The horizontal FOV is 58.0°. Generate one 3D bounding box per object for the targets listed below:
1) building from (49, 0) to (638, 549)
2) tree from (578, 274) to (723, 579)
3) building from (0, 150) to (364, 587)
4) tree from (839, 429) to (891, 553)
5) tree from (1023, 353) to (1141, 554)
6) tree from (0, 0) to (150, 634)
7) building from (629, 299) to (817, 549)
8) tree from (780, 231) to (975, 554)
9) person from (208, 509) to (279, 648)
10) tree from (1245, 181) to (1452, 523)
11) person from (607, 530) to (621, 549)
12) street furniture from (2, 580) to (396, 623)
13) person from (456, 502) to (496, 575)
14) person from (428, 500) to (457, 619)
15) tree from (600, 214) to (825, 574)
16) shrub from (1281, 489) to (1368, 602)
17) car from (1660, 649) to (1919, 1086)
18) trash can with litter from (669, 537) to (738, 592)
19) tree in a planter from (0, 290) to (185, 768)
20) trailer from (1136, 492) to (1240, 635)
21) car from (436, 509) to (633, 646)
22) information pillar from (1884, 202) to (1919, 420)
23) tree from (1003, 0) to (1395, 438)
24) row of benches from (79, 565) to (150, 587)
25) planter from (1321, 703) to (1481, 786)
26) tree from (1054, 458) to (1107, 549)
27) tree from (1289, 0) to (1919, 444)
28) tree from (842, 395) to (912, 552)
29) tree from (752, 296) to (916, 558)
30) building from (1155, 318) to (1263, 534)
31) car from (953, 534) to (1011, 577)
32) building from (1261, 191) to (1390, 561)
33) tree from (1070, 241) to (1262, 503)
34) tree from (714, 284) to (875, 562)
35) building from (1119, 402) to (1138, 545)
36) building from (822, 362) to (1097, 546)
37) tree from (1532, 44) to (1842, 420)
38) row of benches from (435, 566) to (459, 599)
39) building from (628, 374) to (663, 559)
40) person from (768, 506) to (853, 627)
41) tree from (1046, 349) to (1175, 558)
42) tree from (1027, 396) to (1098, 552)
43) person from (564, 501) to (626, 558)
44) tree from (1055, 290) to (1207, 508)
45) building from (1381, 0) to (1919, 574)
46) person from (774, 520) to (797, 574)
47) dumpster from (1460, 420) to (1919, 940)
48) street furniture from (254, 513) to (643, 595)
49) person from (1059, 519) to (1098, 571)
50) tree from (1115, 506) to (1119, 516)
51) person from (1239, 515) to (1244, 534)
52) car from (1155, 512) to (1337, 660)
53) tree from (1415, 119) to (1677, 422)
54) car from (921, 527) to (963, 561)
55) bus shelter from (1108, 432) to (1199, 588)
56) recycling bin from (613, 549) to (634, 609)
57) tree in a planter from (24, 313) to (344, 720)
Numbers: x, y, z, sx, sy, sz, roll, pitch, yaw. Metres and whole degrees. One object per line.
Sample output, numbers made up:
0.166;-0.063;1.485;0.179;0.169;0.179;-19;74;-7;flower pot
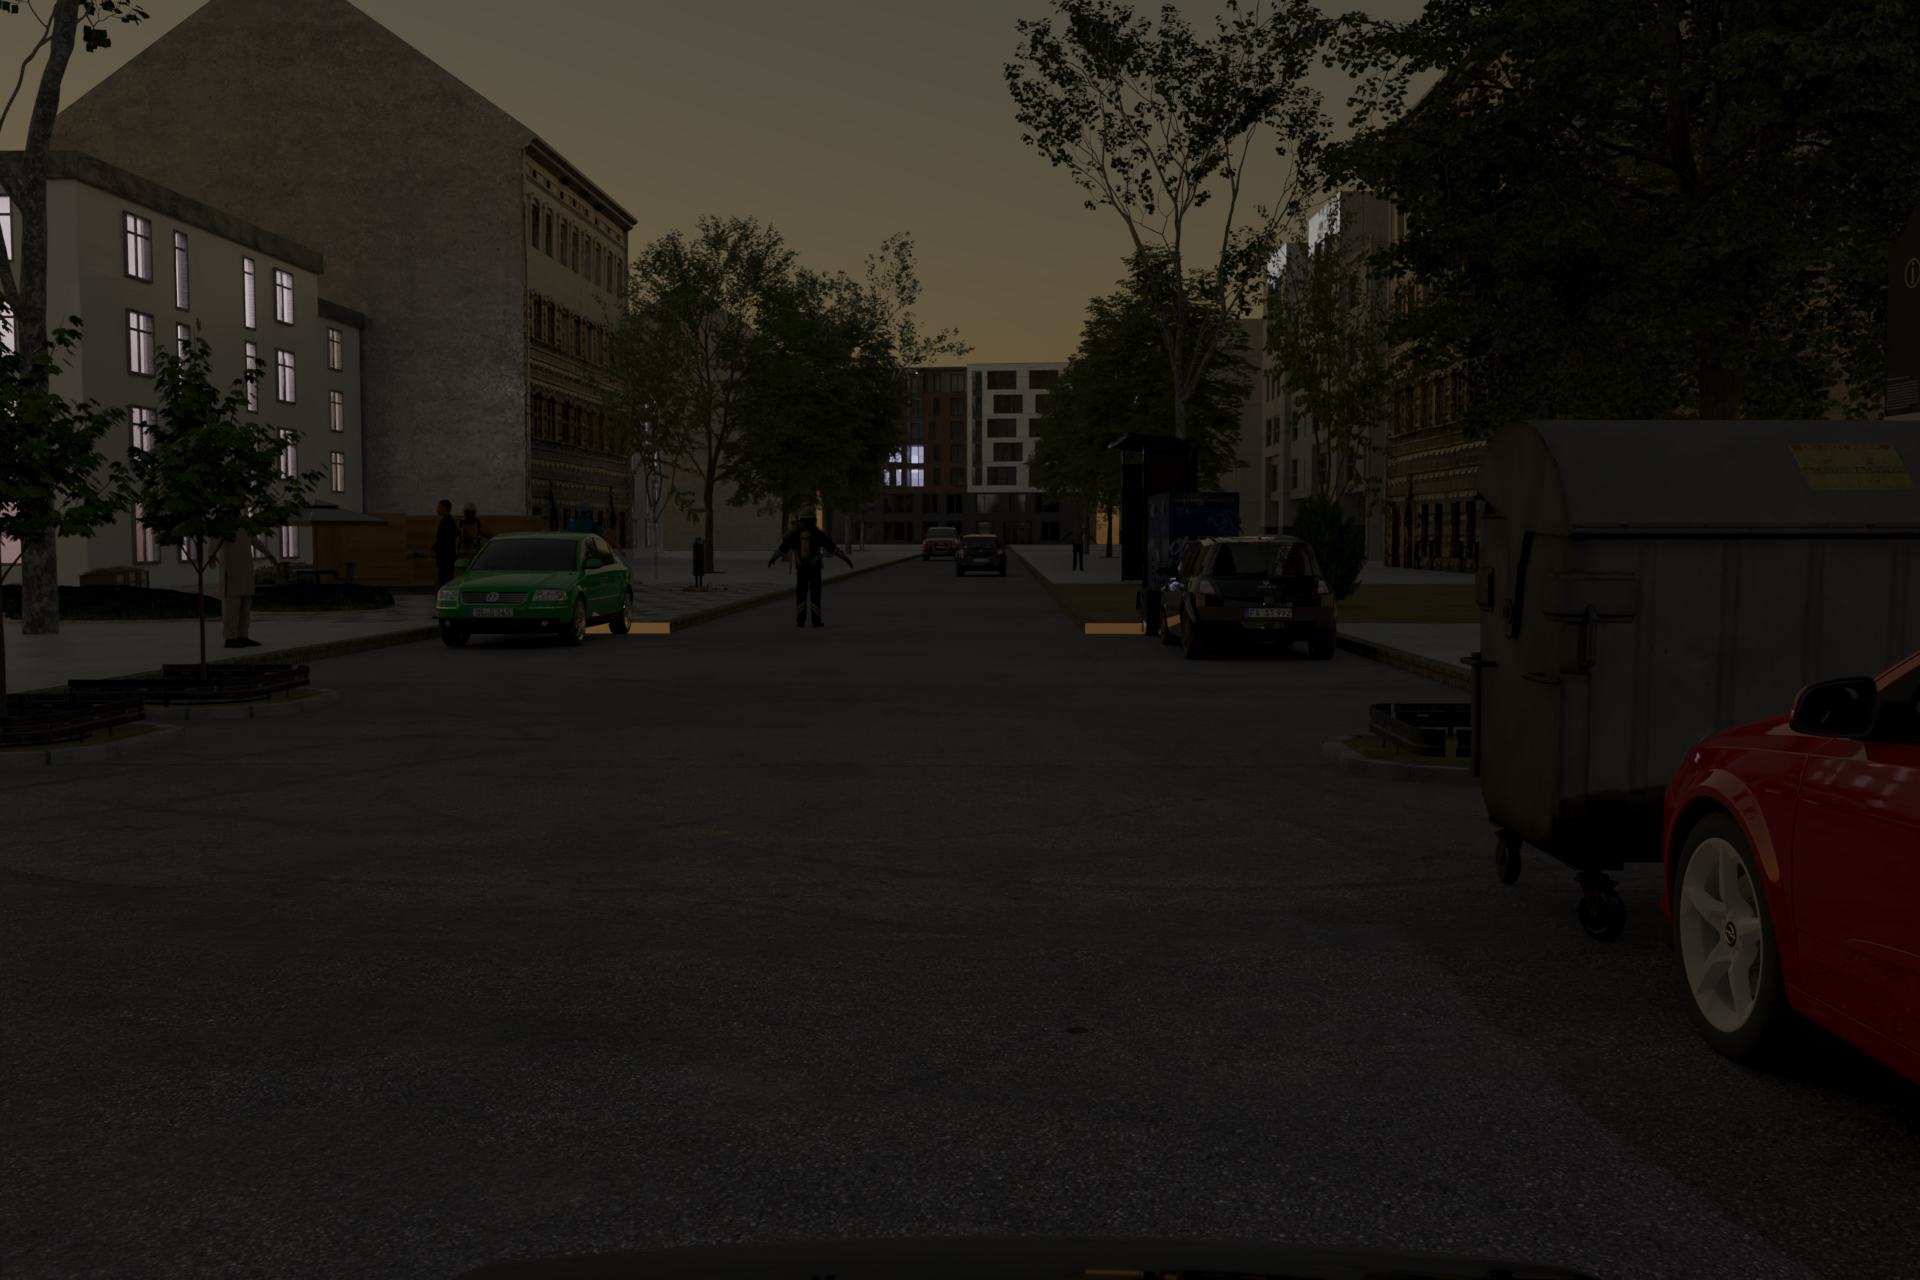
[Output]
-25.496;-14.925;74.945;19.493;23.208;18.063;0;4;2;building
-8.651;-6.027;48.896;4.737;8.622;4.395;0;3;0;tree
-23.627;-6.727;52.140;9.099;9.664;28.070;0;4;1;building
-6.679;-10.236;117.716;4.360;8.622;3.978;0;3;0;tree
7.756;-11.690;109.260;7.486;12.596;7.792;0;3;0;tree
-13.160;-10.188;22.456;12.611;20.169;13.585;0;3;0;tree
-23.567;-20.110;159.719;19.493;23.208;18.063;0;4;2;building
-5.836;-15.422;108.038;12.611;20.169;13.585;0;3;0;tree
-8.175;-0.828;19.630;0.704;1.819;1.344;0;4;8;person
7.851;-5.249;36.176;4.737;8.622;4.395;0;3;0;tree
-12.136;-3.136;60.544;0.599;1.433;0.991;1;4;19;person
-14.529;-0.734;27.627;10.072;0.657;5.734;0;4;-2;street furniture
-8.809;-1.553;31.158;1.354;1.858;0.705;-1;4;-12;person
-7.824;-1.226;26.270;0.704;1.802;1.346;0;4;-6;person
-8.121;-7.985;56.305;9.928;11.665;9.643;0;3;0;tree
6.312;-1.621;30.546;1.661;2.075;1.752;0;3;0;shrub
2.942;0.344;3.416;2.155;1.783;4.494;0;4;1;car
-5.733;-1.718;39.151;1.678;1.210;2.233;0;4;2;trash can with litter
-6.359;-0.868;11.418;1.991;3.239;1.994;0;4;1;tree in a planter
3.321;-1.128;25.491;1.471;1.999;3.904;0;4;0;trailer
-5.675;-0.899;23.495;1.959;1.807;4.718;0;4;1;car
6.567;-1.263;12.007;0.183;3.616;0.504;0;4;1;information pillar
8.203;-12.085;53.483;12.611;20.169;13.585;0;3;0;tree
-16.135;-1.078;33.093;1.422;0.672;4.104;-1;4;-17;row of benches
3.327;0.631;10.826;1.991;0.319;1.994;0;4;1;planter
8.552;-10.288;118.568;4.360;8.622;3.978;0;3;0;tree
9.038;-6.974;20.678;9.857;13.997;8.962;0;3;0;tree
-7.063;-12.301;126.881;9.928;11.665;9.643;0;3;0;tree
-7.285;-11.456;93.960;9.857;13.997;8.962;0;3;0;tree
25.952;-17.383;150.666;16.747;18.905;31.486;0;4;1;building
0.746;-3.042;59.530;2.009;1.686;4.222;0;4;2;car
28.028;-14.161;97.982;16.747;18.905;31.486;0;4;1;building
7.982;-9.165;67.970;7.486;12.596;7.792;0;3;0;tree
-7.607;-9.848;79.143;7.486;12.596;7.792;0;3;0;tree
26.876;-19.686;188.317;16.747;18.905;31.486;0;4;1;building
0.616;-22.869;220.332;32.646;21.610;27.936;0;4;8;building
16.425;-7.513;40.966;7.486;12.596;7.792;0;3;0;tree
-8.500;-1.118;33.742;4.104;0.672;1.422;1;4;23;row of benches
-21.451;-9.615;99.348;9.099;9.664;28.070;0;4;0;building
-2.325;-1.130;26.712;1.354;1.856;0.705;1;4;9;person
8.169;-10.246;93.279;9.928;11.665;9.643;0;3;0;tree
8.637;-12.137;124.202;9.928;11.665;9.643;0;3;0;tree
-5.971;-1.319;27.697;1.347;1.817;0.704;1;4;21;person
7.800;-9.993;81.518;7.486;12.596;7.792;0;3;0;tree
25.657;-13.881;57.881;19.493;23.208;18.063;0;4;1;building
-5.364;-2.972;55.395;1.217;1.733;0.721;-2;4;-31;person
2.962;0.100;6.573;1.865;1.857;1.264;0;4;0;dumpster
-13.244;-2.050;40.380;11.010;1.723;9.812;-1;4;-14;street furniture
4.143;-3.339;60.724;1.348;1.813;0.705;1;4;8;person
21.734;-16.621;222.117;4.737;8.622;4.395;0;3;0;tree
8.016;-2.689;49.937;0.705;1.833;1.349;3;4;37;person
3.440;-0.696;21.171;2.009;1.686;4.222;0;4;1;car
9.954;-4.867;29.934;4.737;8.622;4.395;0;3;0;tree
-0.970;-5.208;93.828;2.281;1.827;5.304;0;4;1;car
4.775;-3.172;43.150;1.731;3.624;6.357;0;4;1;bus shelter
-5.973;-1.032;29.434;0.722;1.027;0.722;0;4;2;recycling bin
-6.255;-1.040;14.219;1.991;3.239;1.994;0;4;1;tree in a planter
